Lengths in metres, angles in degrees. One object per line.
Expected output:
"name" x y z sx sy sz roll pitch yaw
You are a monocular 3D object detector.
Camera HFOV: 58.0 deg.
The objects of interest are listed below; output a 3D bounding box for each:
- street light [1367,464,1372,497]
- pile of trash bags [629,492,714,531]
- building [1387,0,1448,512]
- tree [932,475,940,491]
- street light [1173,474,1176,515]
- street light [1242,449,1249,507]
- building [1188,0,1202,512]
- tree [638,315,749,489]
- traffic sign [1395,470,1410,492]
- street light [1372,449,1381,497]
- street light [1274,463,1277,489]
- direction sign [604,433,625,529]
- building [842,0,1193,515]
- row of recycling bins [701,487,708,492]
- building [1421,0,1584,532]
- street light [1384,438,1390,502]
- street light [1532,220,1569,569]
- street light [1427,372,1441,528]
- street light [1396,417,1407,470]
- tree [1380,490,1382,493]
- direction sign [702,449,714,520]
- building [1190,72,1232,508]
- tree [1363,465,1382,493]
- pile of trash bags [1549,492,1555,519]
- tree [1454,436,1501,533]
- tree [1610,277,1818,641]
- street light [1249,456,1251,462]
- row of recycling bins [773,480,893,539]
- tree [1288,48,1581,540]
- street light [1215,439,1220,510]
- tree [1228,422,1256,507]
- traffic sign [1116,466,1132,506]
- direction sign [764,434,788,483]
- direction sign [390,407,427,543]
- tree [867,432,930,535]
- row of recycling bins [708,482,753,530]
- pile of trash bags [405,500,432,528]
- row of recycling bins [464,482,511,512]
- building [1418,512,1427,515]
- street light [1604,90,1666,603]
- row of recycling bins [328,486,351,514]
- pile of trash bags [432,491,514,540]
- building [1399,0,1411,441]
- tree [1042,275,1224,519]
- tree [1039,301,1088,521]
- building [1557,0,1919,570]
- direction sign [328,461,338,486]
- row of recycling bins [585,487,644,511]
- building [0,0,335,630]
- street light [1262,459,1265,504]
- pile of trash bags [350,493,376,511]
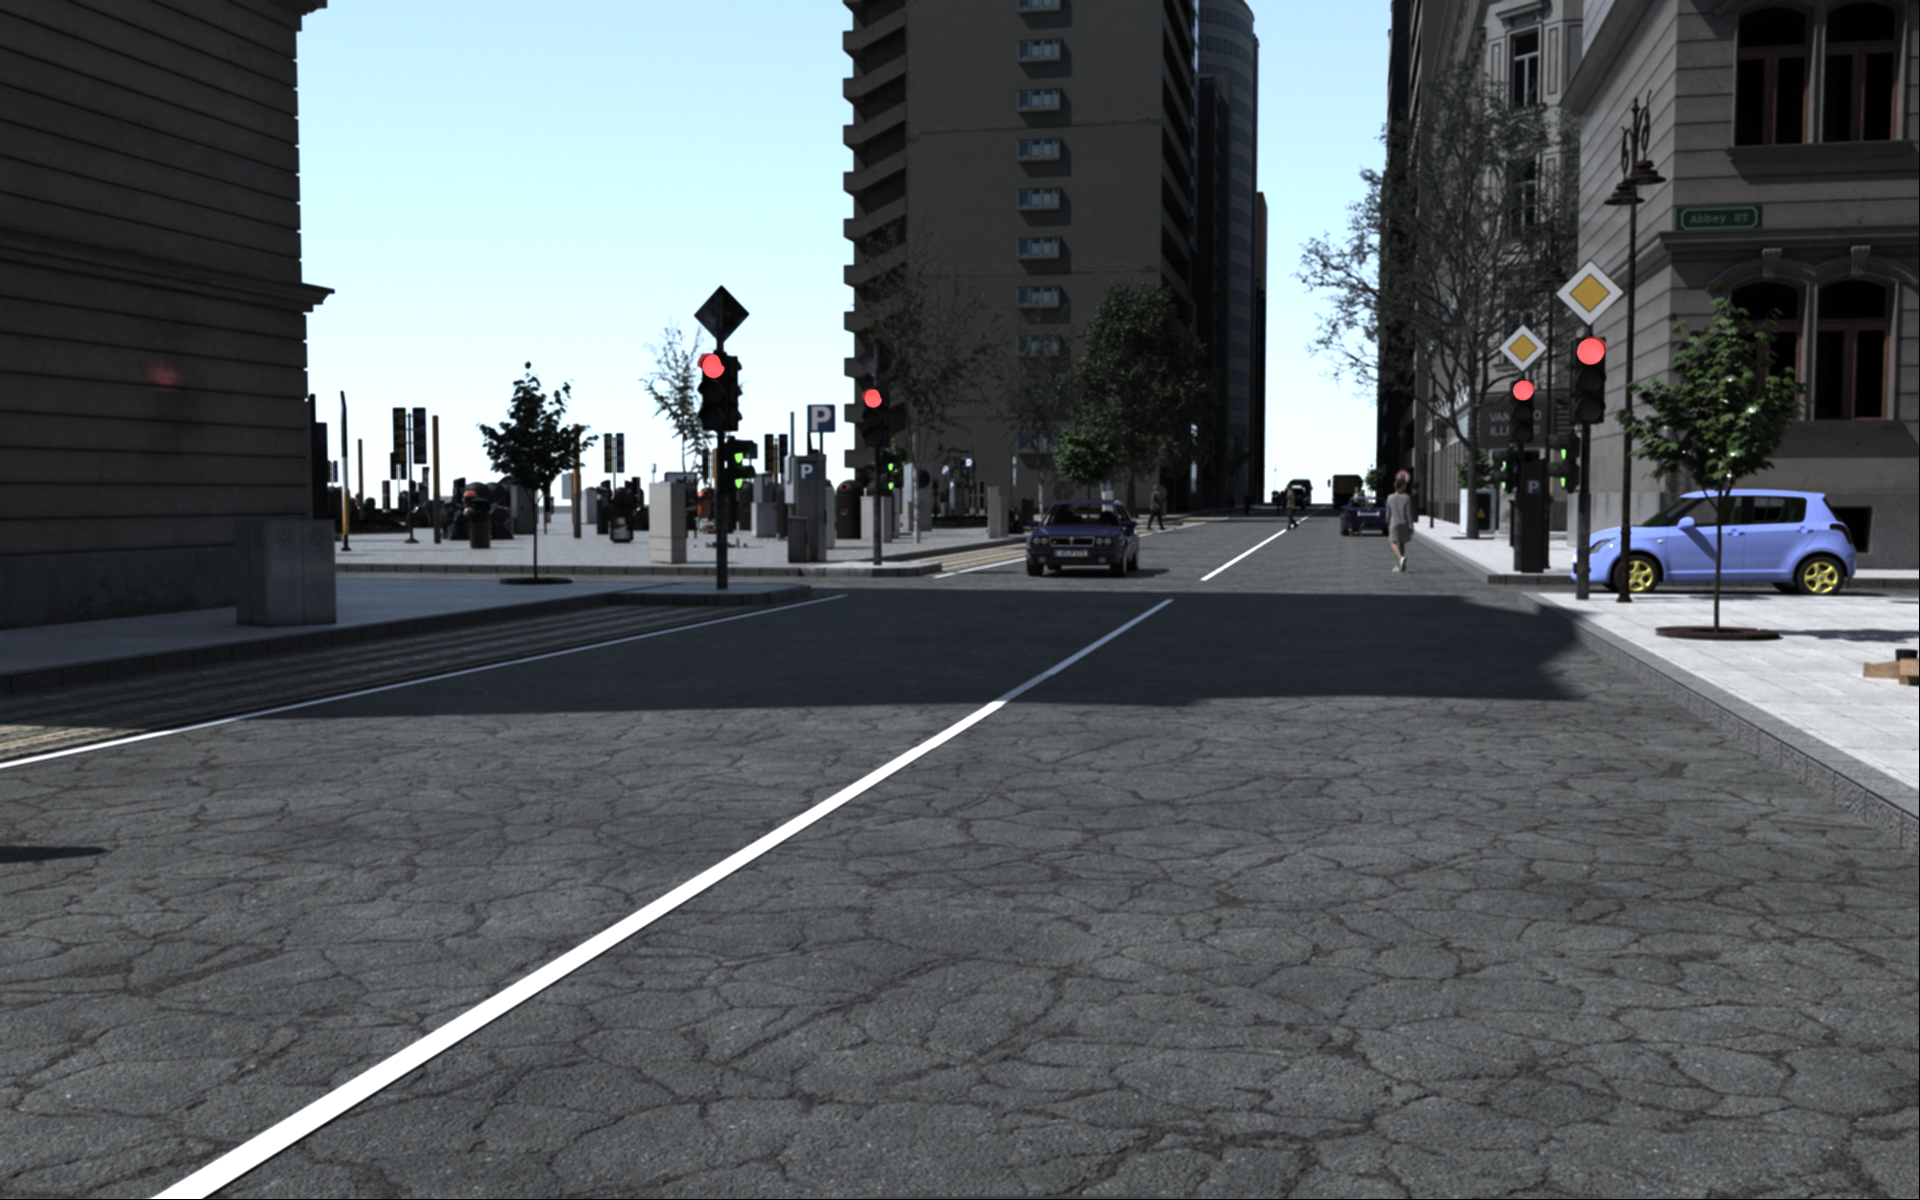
"street light" 60.599 -17.397 257.225 0.468 5.910 1.993 1 4 12
"pile of trash bags" -10.123 -3.175 61.659 1.912 1.369 3.447 2 4 35
"building" 50.906 -32.912 161.807 21.300 48.544 21.600 1 4 12
"tree" -2.149 -6.042 93.386 1.663 3.219 1.824 0 3 0
"street light" 13.227 -8.180 106.525 0.468 5.910 1.993 1 4 12
"street light" 29.190 -12.589 178.616 0.468 5.910 1.993 1 4 12
"building" 9.375 -50.738 142.233 22.319 86.520 31.000 1 4 12
"tree" -11.205 -7.444 72.076 4.360 8.622 3.978 0 3 0
"traffic sign" 23.080 -5.517 90.306 0.768 2.556 0.104 1 4 22
"street light" 44.517 -12.973 184.900 0.468 5.910 1.993 1 4 12
"street light" 47.295 -17.554 259.792 0.468 5.910 1.993 1 4 12
"direction sign" -12.820 -4.420 64.271 0.876 3.537 0.379 2 4 24
"building" 4.094 -30.212 117.673 21.300 48.544 21.600 1 4 12
"row of recycling bins" -14.376 -5.919 103.884 1.069 1.692 3.534 1 4 23
"building" 30.365 -18.439 77.891 17.030 29.872 44.131 1 4 12
"street light" 34.500 -10.233 140.094 0.468 5.910 1.993 1 4 12
"street light" 10.051 -3.473 29.564 0.468 5.910 1.993 1 4 12
"street light" 17.926 -5.679 65.634 0.468 5.910 1.993 1 4 12
"street light" 26.458 -8.029 104.061 0.468 5.910 1.993 1 4 12
"tree" 47.257 -12.130 192.924 1.663 3.219 1.824 0 3 0
"direction sign" -12.469 -5.792 86.698 0.876 3.537 0.379 -1 4 -23
"building" 18.183 -29.426 164.713 14.154 41.232 14.086 1 4 12
"tree" 45.661 -12.589 189.540 4.285 4.588 4.351 0 3 0
"pile of trash bags" 17.911 -2.430 49.478 1.912 1.369 3.447 -3 5 -42
"tree" 17.238 -3.846 57.488 1.663 3.219 1.824 0 3 0
"tree" 6.711 -1.285 15.608 1.663 3.219 1.824 0 3 0
"street light" 31.288 -13.144 187.691 0.468 5.910 1.993 1 4 12
"row of recycling bins" -3.606 -2.604 49.685 3.534 1.692 1.069 1 4 14
"tree" 14.406 -8.464 48.763 12.009 13.543 11.850 0 3 0
"street light" 21.216 -10.384 142.569 0.468 5.910 1.993 1 4 12
"tree" 27.677 -13.717 174.635 4.737 8.622 4.395 0 3 0
"traffic sign" 7.505 -4.852 79.442 0.768 2.556 0.104 1 4 19
"direction sign" -6.908 -4.476 65.179 0.876 3.537 0.379 0 4 -5
"direction sign" -14.380 -3.261 45.321 0.876 3.537 0.379 0 4 3
"tree" -2.153 -3.652 54.304 1.663 3.219 1.824 0 3 0
"row of recycling bins" -6.972 -3.321 61.411 3.534 1.692 1.069 0 4 3
"pile of trash bags" -19.704 -3.480 66.650 1.912 1.369 3.447 1 4 20
"row of recycling bins" -15.975 -3.242 60.120 1.069 1.692 3.534 1 4 16
"building" 40.110 -29.812 111.134 21.300 48.544 21.600 1 4 12
"street light" 7.880 -2.910 20.368 0.468 5.910 1.993 1 4 12
"row of recycling bins" -32.423 -4.990 88.704 1.069 1.692 3.534 1 4 10
"pile of trash bags" -13.925 -2.441 49.660 1.912 1.369 3.447 -1 4 -21
"building" 46.276 -29.423 135.683 22.147 44.769 28.867 1 4 12
"tree" 9.060 -10.626 90.735 9.611 12.733 9.660 0 3 0
"tree" 2.809 -6.887 62.957 4.360 8.622 3.978 0 3 0
"building" 24.361 -15.018 32.931 23.554 28.519 14.401 1 4 12
"direction sign" -42.370 -7.643 116.966 0.876 3.537 0.379 1 4 17
"row of recycling bins" -19.877 -5.640 99.330 3.534 1.692 1.069 -2 4 -31
"building" -25.550 -12.240 19.208 34.723 24.649 14.460 1 4 12
"street light" 39.227 -15.350 223.765 0.468 5.910 1.993 1 4 12
"pile of trash bags" -39.369 -6.357 113.689 1.912 1.369 3.447 -1 4 -17
